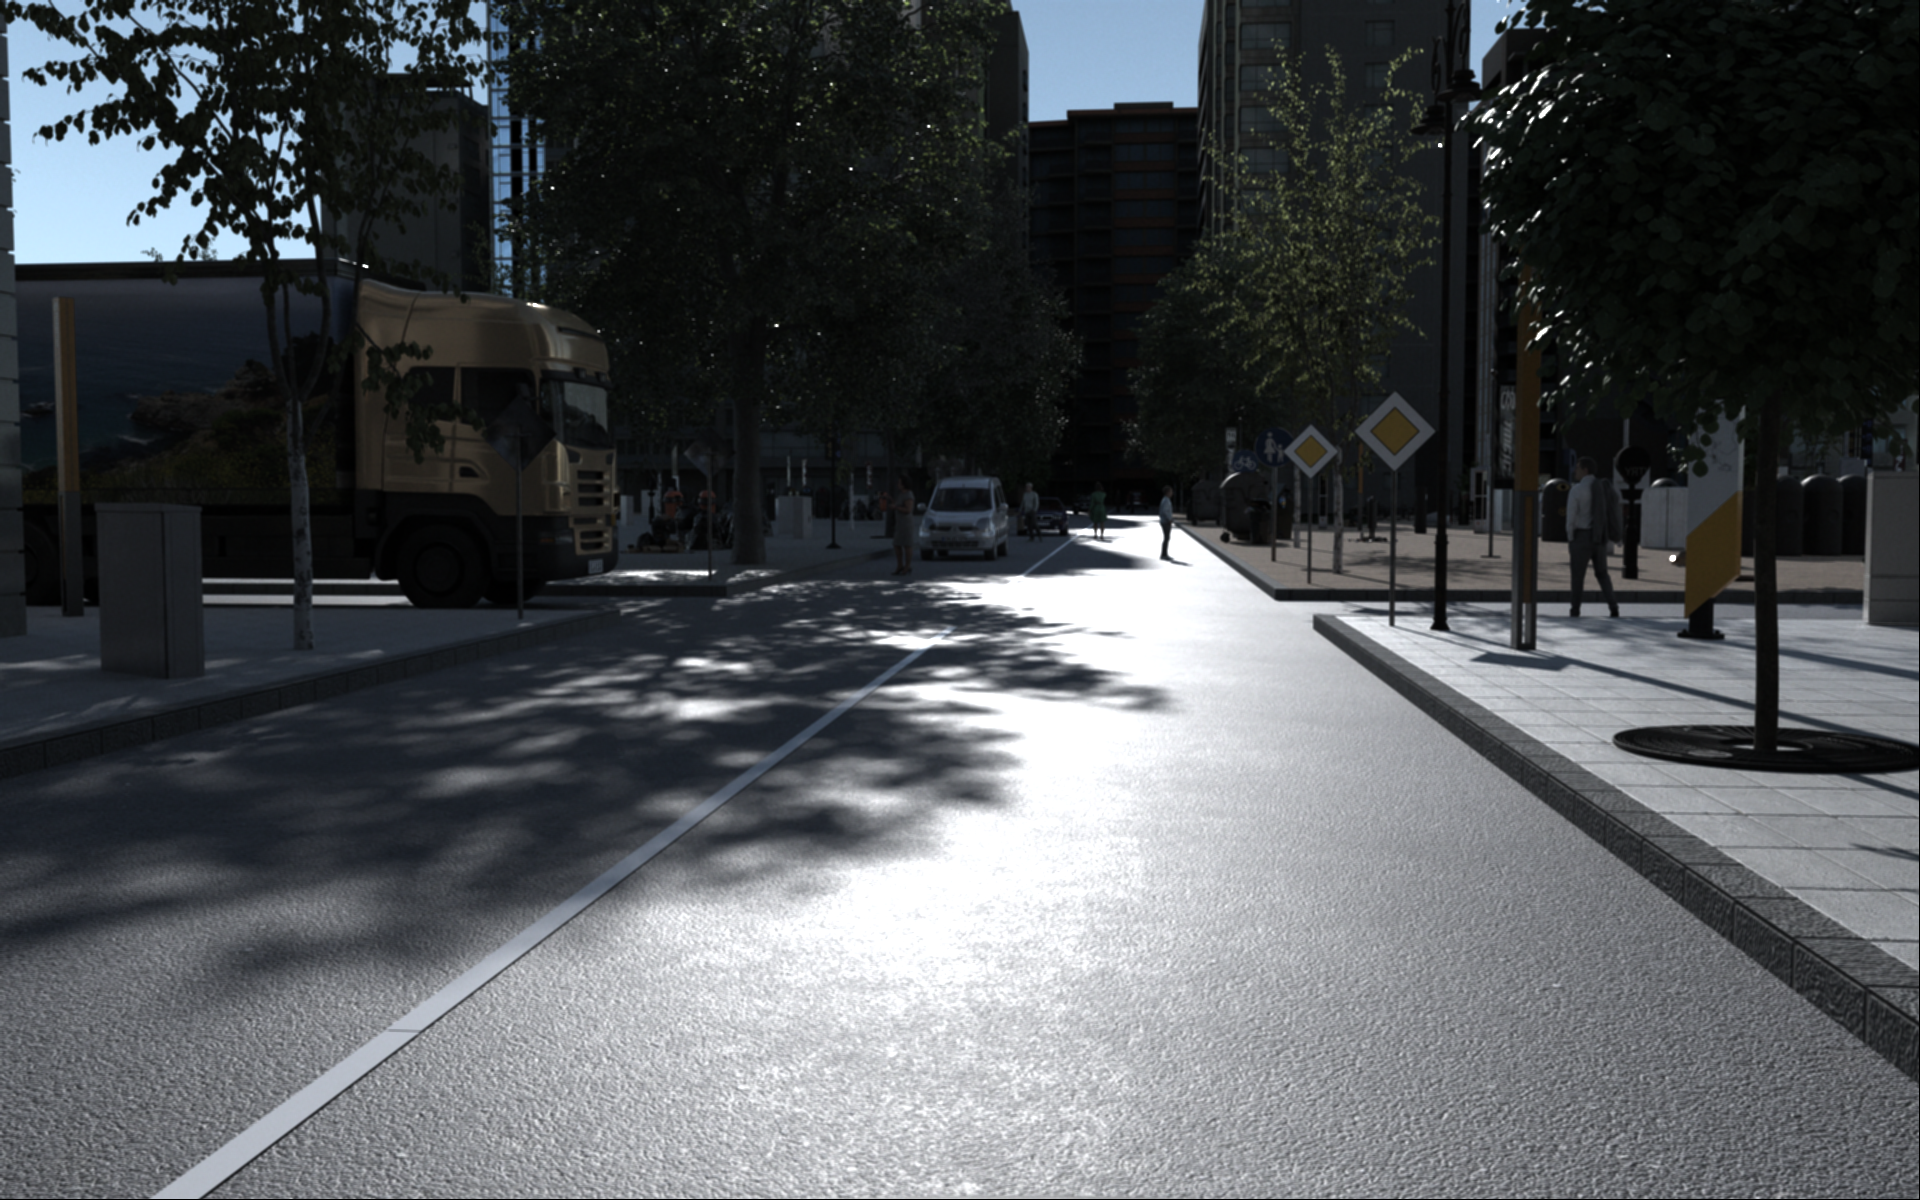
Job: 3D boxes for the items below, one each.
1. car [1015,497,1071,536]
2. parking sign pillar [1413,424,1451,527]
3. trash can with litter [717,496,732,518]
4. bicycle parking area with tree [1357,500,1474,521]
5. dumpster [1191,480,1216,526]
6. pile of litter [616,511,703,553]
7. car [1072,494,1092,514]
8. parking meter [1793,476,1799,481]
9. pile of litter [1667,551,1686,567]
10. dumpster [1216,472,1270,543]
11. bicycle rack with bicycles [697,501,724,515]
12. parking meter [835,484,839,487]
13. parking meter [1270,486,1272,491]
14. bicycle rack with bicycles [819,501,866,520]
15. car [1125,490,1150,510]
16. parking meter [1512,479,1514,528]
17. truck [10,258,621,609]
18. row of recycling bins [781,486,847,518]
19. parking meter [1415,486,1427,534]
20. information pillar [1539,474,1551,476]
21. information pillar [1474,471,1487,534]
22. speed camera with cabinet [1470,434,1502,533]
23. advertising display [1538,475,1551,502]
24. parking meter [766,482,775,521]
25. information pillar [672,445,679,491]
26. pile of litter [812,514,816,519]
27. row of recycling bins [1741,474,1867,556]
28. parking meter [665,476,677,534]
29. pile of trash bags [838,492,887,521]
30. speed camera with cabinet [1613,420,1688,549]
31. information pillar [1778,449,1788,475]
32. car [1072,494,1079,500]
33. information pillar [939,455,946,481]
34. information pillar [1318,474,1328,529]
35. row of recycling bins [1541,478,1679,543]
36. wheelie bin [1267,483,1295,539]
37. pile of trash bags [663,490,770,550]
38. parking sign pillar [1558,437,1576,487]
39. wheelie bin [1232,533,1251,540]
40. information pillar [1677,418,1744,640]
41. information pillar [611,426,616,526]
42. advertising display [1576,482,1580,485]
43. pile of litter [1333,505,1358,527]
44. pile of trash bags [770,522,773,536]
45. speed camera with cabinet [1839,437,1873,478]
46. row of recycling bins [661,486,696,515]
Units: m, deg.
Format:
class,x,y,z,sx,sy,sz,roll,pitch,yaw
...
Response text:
class,x,y,z,sx,sy,sz,roll,pitch,yaw
car,2.903,-2.932,60.512,1.945,1.354,3.894,0,4,4
parking sign pillar,18.337,-4.814,67.177,1.447,3.967,1.447,3,4,39
trash can with litter,-12.458,-5.043,93.505,2.233,1.210,1.678,2,4,25
bicycle parking area with tree,23.187,-6.017,85.385,9.016,4.147,8.231,2,4,25
dumpster,10.008,-3.936,70.105,1.264,1.857,1.865,0,4,6
pile of litter,-6.517,-1.456,37.772,1.719,0.858,1.176,1,4,15
car,9.028,-6.981,123.923,2.009,1.686,4.222,0,4,7
parking meter,27.673,-3.176,57.637,0.255,1.863,0.399,-1,4,-9
pile of litter,13.206,-1.037,30.917,1.719,0.858,1.176,-3,5,-42
dumpster,7.574,-2.466,46.082,1.264,1.857,1.865,0,4,6
bicycle rack with bicycles,-13.720,-5.070,96.275,2.925,0.926,2.852,2,4,29
parking meter,-7.143,-5.728,99.368,0.399,1.863,0.255,-1,4,-11
parking meter,9.244,-2.584,50.651,0.372,1.533,0.369,0,3,0
bicycle rack with bicycles,-6.047,-4.562,87.968,2.852,0.926,2.925,0,4,0
car,16.322,-9.229,159.561,2.281,1.827,5.304,0,4,6
parking meter,20.923,-3.631,65.076,0.255,1.863,0.399,3,4,36
truck,-9.442,-2.029,22.092,11.283,4.237,2.839,0,4,7
row of recycling bins,-7.828,-5.241,92.800,3.534,1.692,1.069,-1,4,-10
parking meter,15.003,-2.934,56.380,0.372,1.533,0.369,0,3,0
information pillar,21.572,-3.637,63.956,0.304,2.012,0.304,-1,4,-10
information pillar,16.861,-3.157,56.104,0.304,2.012,0.304,3,5,41
speed camera with cabinet,17.521,-3.873,57.658,0.660,3.252,2.038,2,4,31
advertising display,20.040,-3.343,59.872,0.974,1.923,0.123,-2,4,-32
parking meter,-9.097,-4.740,83.212,0.399,1.863,0.255,-3,5,-40
information pillar,-13.040,-5.387,79.438,0.183,3.616,0.504,-3,4,-38
pile of litter,-8.163,-4.685,90.563,1.719,0.858,1.176,-1,4,-22
row of recycling bins,17.572,-1.781,36.235,3.534,1.692,1.069,-1,4,-14
parking meter,-9.235,-3.040,55.422,0.399,1.863,0.255,-1,4,-8
pile of trash bags,-4.432,-4.539,83.965,1.912,1.369,3.447,-3,4,-37
speed camera with cabinet,16.372,-2.859,41.076,0.660,3.252,2.038,-1,4,-16
information pillar,24.633,-3.710,52.005,0.504,3.616,0.183,-1,4,-11
car,10.261,-8.094,142.561,2.015,1.641,3.980,0,4,5
information pillar,-0.923,-6.131,91.600,0.183,3.616,0.504,3,4,39
information pillar,13.409,-3.635,63.926,0.304,2.012,0.304,1,4,19
row of recycling bins,17.363,-2.395,46.270,3.534,1.692,1.069,2,4,29
wheelie bin,9.187,-2.556,49.698,0.693,1.594,0.980,-1,4,-18
pile of trash bags,-5.855,-1.930,41.307,1.912,1.369,3.447,-1,4,-16
parking sign pillar,26.205,-5.277,74.758,1.447,3.967,1.447,2,4,34
wheelie bin,8.317,-2.630,50.912,0.980,1.594,0.693,-1,4,-11
information pillar,6.645,-1.461,15.247,0.183,3.616,0.504,-3,4,-36
information pillar,-7.784,-2.900,38.766,0.183,3.616,0.504,0,4,-5
advertising display,33.806,-5.495,95.063,0.974,1.923,0.123,2,4,34
pile of litter,15.192,-3.295,67.846,1.176,0.858,1.719,2,4,23
pile of trash bags,-7.387,-2.577,51.890,3.447,1.369,1.912,-3,5,-44
speed camera with cabinet,22.085,-2.970,42.901,0.660,3.252,2.038,2,4,31
row of recycling bins,-13.846,-4.769,85.082,1.069,1.692,3.534,1,4,13
